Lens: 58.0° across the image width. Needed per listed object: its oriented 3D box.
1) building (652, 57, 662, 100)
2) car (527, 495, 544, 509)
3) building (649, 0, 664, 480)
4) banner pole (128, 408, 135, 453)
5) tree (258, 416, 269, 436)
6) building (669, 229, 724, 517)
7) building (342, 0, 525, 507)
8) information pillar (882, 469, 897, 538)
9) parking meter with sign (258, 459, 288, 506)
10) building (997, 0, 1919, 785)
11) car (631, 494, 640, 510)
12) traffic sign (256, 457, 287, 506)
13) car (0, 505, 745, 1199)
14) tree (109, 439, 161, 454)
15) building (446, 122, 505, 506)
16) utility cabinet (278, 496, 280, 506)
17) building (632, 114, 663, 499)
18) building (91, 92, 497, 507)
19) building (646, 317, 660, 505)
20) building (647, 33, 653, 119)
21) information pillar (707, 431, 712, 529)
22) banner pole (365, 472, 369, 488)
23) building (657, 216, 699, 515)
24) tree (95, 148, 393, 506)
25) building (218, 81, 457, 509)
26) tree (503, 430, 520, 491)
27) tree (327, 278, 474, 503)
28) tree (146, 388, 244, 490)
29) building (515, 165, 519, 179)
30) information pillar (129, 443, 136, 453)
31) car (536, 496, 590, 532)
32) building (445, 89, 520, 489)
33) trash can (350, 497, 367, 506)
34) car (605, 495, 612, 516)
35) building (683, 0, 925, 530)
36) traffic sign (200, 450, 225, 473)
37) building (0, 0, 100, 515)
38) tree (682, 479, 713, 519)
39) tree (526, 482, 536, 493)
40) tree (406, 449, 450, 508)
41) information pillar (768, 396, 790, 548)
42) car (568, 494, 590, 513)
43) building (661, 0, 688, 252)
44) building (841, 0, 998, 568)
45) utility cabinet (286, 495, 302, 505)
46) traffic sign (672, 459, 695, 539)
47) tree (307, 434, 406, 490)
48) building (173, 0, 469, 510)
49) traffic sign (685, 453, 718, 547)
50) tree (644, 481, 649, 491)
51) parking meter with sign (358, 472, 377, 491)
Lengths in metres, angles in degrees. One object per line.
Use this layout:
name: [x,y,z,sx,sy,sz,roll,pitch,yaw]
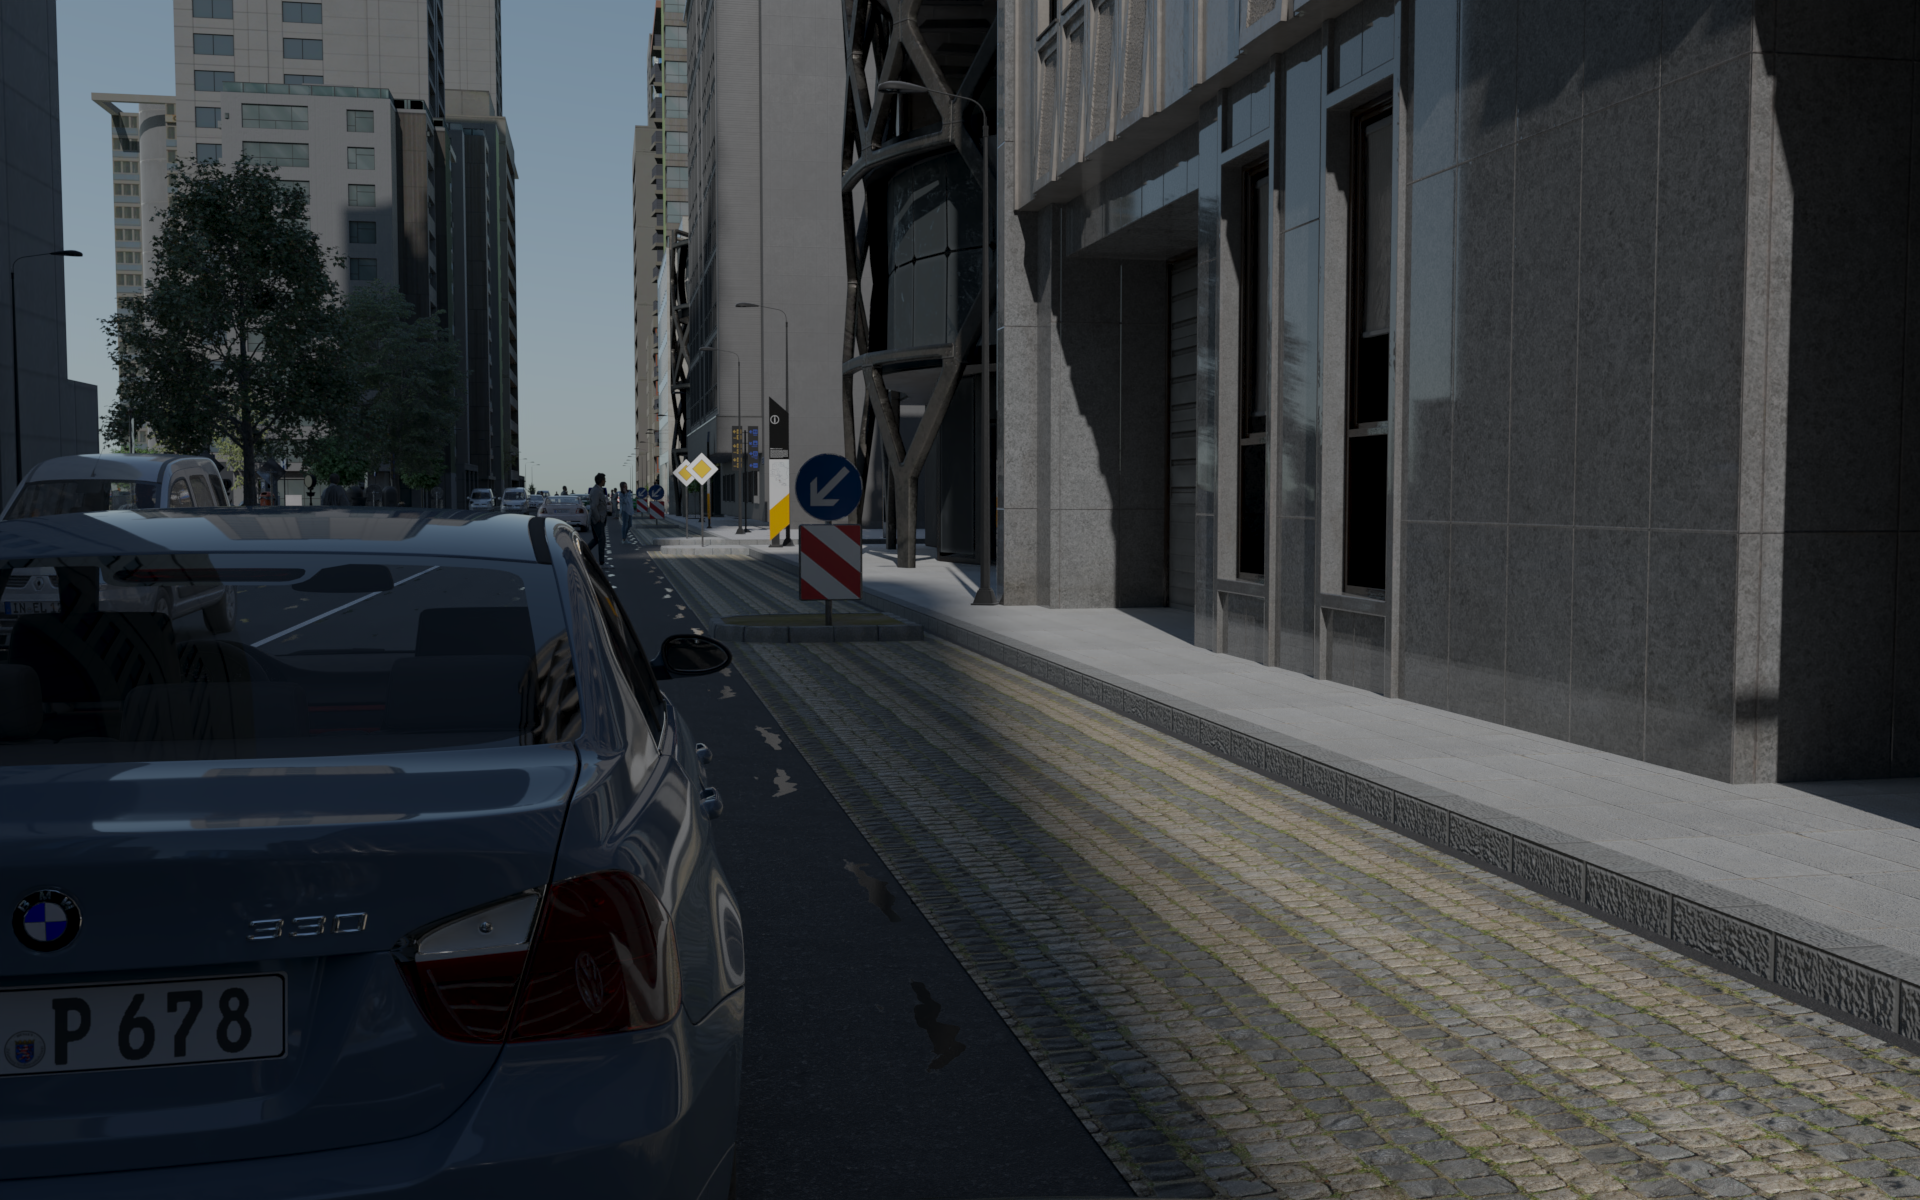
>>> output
building: [-34.158,-57.015,244.863,22.319,86.520,31.000,-1,4,-12]
car: [-35.886,-8.174,146.002,2.083,1.381,4.827,-1,4,-13]
building: [-16.480,-30.686,156.338,22.147,44.769,28.867,-1,4,-12]
banner pole: [-24.123,-3.701,50.535,0.401,3.779,0.863,-2,4,-32]
tree: [-48.314,-10.159,116.468,4.737,8.622,4.395,0,3,0]
building: [-8.308,-14.242,100.316,16.820,18.784,16.811,-1,4,-12]
building: [-69.213,-48.480,230.904,20.563,71.187,20.611,-1,4,-12]
information pillar: [-2.048,-2.807,50.385,0.304,2.012,0.304,2,4,28]
parking meter with sign: [-33.512,-5.366,83.997,0.543,3.016,1.738,3,4,38]
building: [8.313,-11.799,10.938,12.078,24.808,19.932,-1,4,-12]
car: [-26.119,-7.886,137.736,1.959,1.807,4.718,-1,4,-12]
traffic sign: [-18.875,-2.684,47.526,0.795,2.450,0.064,-1,4,-12]
car: [-1.521,0.479,4.176,2.014,1.417,4.499,-1,4,-12]
tree: [-48.869,-7.273,102.623,4.285,4.588,4.351,0,3,0]
building: [-56.477,-30.638,184.521,14.154,41.232,14.086,-1,4,-12]
utility cabinet: [-36.537,-4.944,91.999,0.306,1.237,1.020,1,4,15]
building: [-30.254,-36.427,219.286,21.300,48.544,21.600,-1,4,-12]
building: [-61.157,-28.861,163.755,32.217,40.220,23.993,-1,4,-12]
building: [-19.213,-20.849,185.919,27.650,21.520,28.899,-1,4,-12]
building: [-40.135,-50.896,270.400,20.563,71.187,20.611,-1,4,-12]
information pillar: [-9.346,-4.469,64.427,0.183,3.616,0.504,0,4,-4]
banner pole: [-37.183,-7.254,108.612,0.401,3.779,0.863,-3,5,-39]
building: [-14.673,-15.986,116.118,10.420,20.320,16.860,-1,4,-12]
tree: [-23.931,-8.611,57.802,9.611,12.733,9.660,0,3,0]
building: [-44.715,-21.668,125.981,14.160,30.474,14.107,-1,4,-12]
tree: [-51.913,-15.040,196.258,4.360,8.622,3.978,0,3,0]
tree: [-33.229,-11.931,101.724,9.857,13.997,8.962,0,3,0]
tree: [-41.370,-8.663,91.997,4.737,8.622,4.395,0,3,0]
building: [-79.642,-40.648,253.836,28.713,52.752,27.495,-1,4,-12]
information pillar: [-37.095,-5.283,77.726,0.504,3.616,0.183,3,5,41]
car: [-15.249,-3.320,66.636,2.083,1.381,4.827,-1,4,-11]
building: [-65.288,-35.879,210.316,21.300,48.544,21.600,-1,4,-12]
trash can: [-26.944,-4.039,77.690,0.748,1.137,0.748,0,3,0]
car: [-24.044,-6.266,114.809,2.083,1.381,4.827,-1,4,-13]
building: [-4.070,-17.180,74.408,14.314,27.812,24.014,-1,4,-12]
traffic sign: [-17.263,-2.206,39.705,0.795,2.450,0.064,-1,4,-12]
building: [-27.425,-35.883,24.944,20.611,71.187,20.563,-1,4,-12]
tree: [-13.590,-5.767,88.889,1.663,3.219,1.824,0,3,0]
tree: [-68.628,-17.279,277.109,1.663,3.219,1.824,0,3,0]
tree: [-35.548,-8.012,114.709,4.285,4.588,4.351,0,3,0]
information pillar: [-4.340,-3.065,41.467,0.504,3.616,0.183,0,4,-1]
car: [-21.239,-5.193,96.704,2.131,1.459,4.920,-1,4,-11]
building: [-15.985,-27.588,134.662,14.154,41.232,14.086,-1,4,-12]
building: [5.881,-10.250,35.045,16.820,18.784,16.811,-1,4,-12]
utility cabinet: [-43.444,-6.220,112.857,1.020,1.237,0.306,-2,4,-32]
traffic sign: [-7.857,-2.821,49.767,0.795,2.450,0.064,-1,4,-12]
tree: [-28.923,-5.924,80.569,4.285,4.588,4.351,0,3,0]
building: [-50.777,-43.006,141.400,20.563,71.187,20.611,-1,4,-12]
traffic sign: [-6.245,-2.343,41.946,0.795,2.450,0.064,-1,4,-12]
tree: [-36.852,-12.991,207.007,1.663,3.219,1.824,0,3,0]
parking meter with sign: [-40.018,-7.330,116.099,1.738,3.016,0.543,-2,4,-28]
